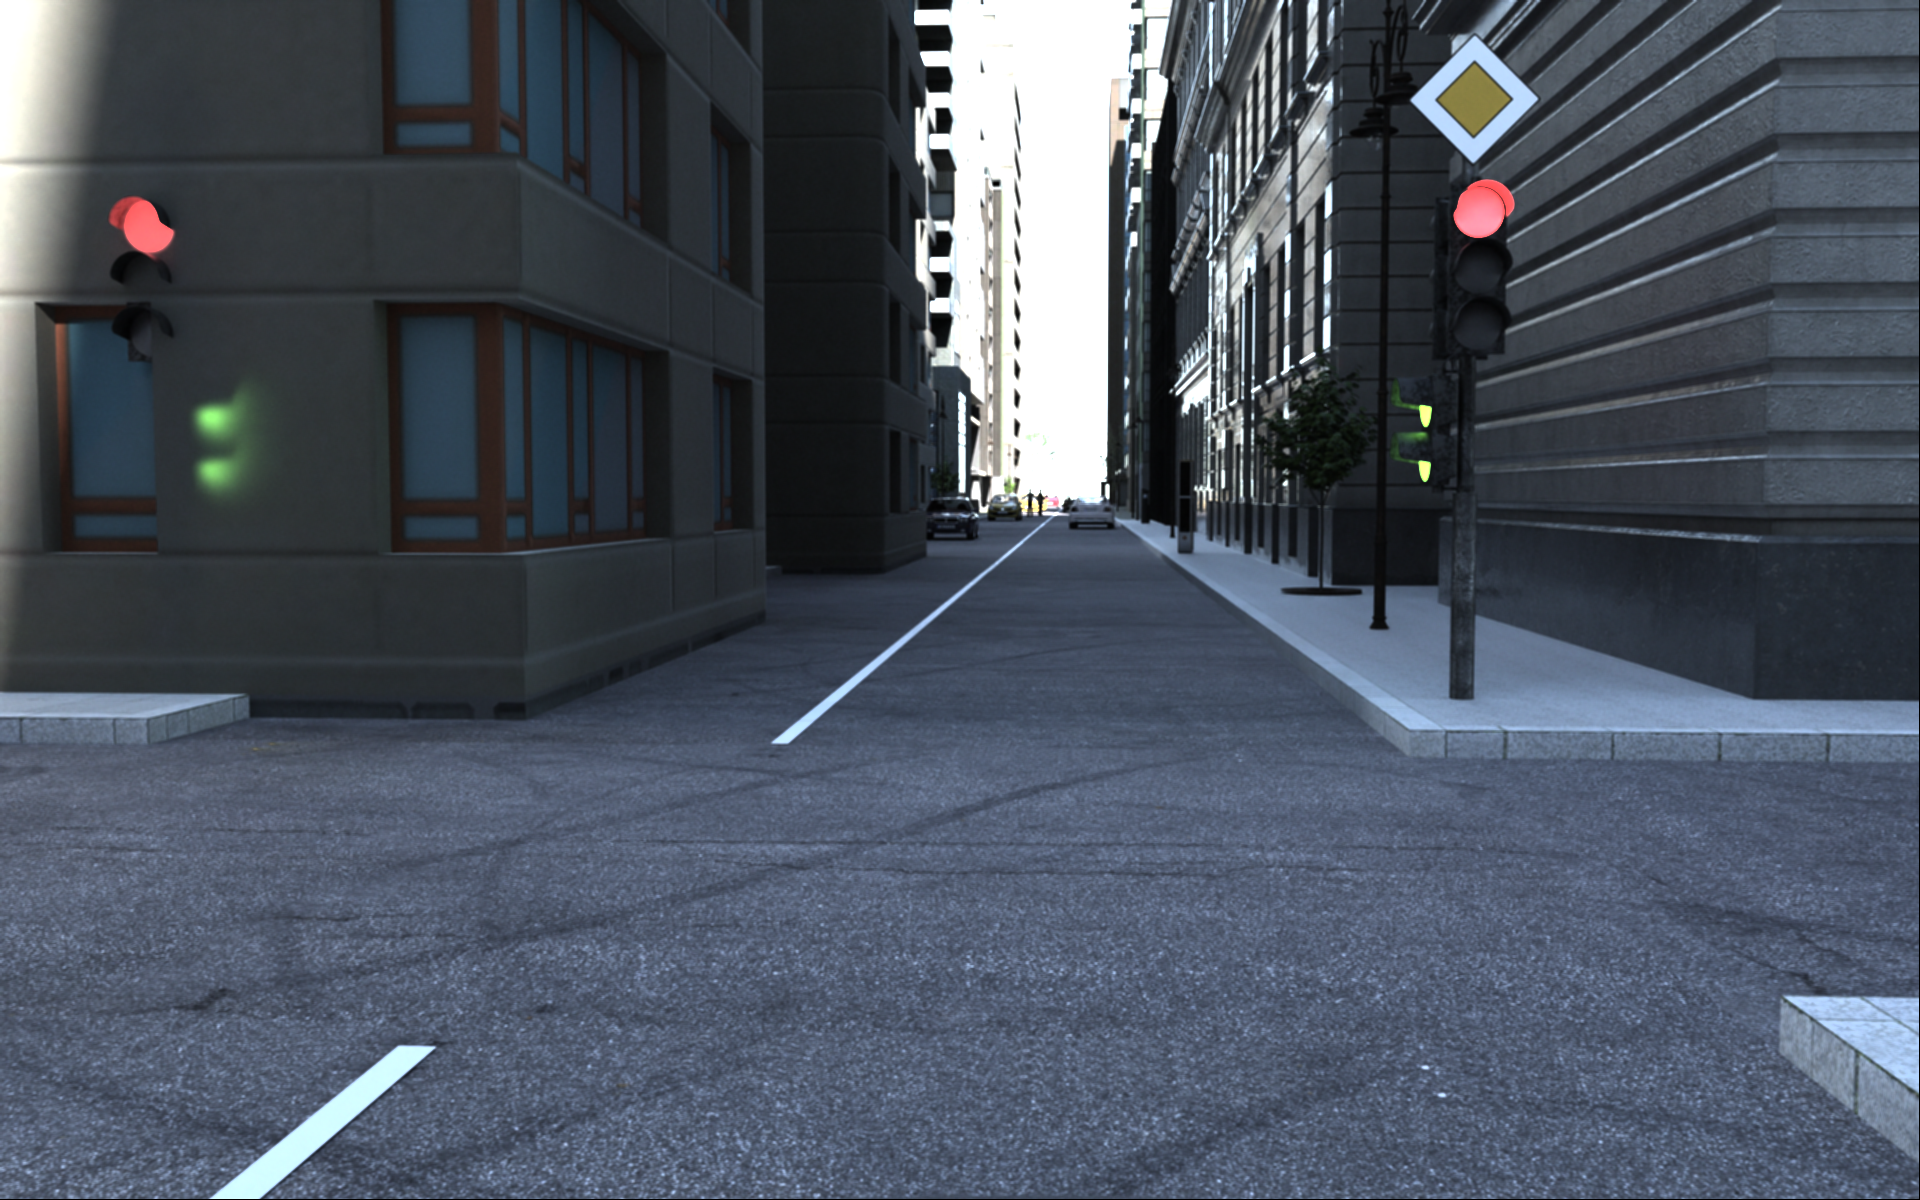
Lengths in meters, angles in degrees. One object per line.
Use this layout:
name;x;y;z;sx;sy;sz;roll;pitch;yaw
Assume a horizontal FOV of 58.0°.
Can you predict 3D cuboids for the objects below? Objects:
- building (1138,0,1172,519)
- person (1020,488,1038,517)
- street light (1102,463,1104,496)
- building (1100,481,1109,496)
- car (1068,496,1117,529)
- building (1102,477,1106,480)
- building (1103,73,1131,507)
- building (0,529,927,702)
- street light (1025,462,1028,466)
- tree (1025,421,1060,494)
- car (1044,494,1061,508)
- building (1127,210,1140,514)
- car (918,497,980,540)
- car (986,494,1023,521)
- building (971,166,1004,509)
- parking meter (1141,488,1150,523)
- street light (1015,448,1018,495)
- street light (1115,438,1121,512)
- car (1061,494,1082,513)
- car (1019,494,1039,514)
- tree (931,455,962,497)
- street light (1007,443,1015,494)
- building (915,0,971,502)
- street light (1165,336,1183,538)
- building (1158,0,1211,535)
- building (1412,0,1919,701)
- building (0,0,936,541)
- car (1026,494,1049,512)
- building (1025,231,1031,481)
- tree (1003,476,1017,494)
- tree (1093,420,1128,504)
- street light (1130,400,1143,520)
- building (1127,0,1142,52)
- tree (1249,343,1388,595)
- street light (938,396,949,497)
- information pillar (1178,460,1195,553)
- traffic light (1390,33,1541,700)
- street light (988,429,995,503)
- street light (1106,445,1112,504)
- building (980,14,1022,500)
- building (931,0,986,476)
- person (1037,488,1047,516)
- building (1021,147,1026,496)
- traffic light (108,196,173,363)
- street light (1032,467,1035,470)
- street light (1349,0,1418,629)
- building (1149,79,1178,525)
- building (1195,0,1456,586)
building;16.749;-25.070;93.490;14.154;41.232;14.086;0;4;4
person;4.383;-6.137;108.856;1.348;1.823;0.705;2;4;34
street light;14.938;-12.436;176.111;0.468;5.910;1.993;0;4;4
building;35.006;-33.008;231.563;32.217;40.220;23.993;0;4;4
car;5.559;-3.694;72.764;2.083;1.381;4.827;0;4;6
building;28.868;-35.772;204.478;23.786;49.044;30.456;0;4;4
building;22.548;-32.574;182.687;14.600;45.320;14.200;0;4;4
building;-15.554;-11.047;25.654;27.650;21.520;28.899;0;4;4
street light;7.852;-14.268;206.073;0.468;5.910;1.993;0;4;4
tree;10.447;-19.586;245.986;9.928;11.665;9.643;0;3;0
car;9.357;-10.320;177.766;2.155;1.783;4.494;0;4;6
building;25.427;-16.533;115.354;27.650;21.520;28.899;0;4;4
car;-0.327;-2.615;55.336;1.945;1.354;3.894;0;4;3
car;2.445;-5.114;93.844;2.015;1.641;3.980;0;4;5
building;-3.469;-23.303;152.711;14.160;30.474;14.107;0;4;4
parking meter;8.122;-4.123;75.826;0.372;1.533;0.369;0;3;0
street light;5.518;-12.170;171.769;0.468;5.910;1.993;0;4;4
street light;11.572;-9.432;127.008;0.468;5.910;1.993;0;4;4
car;8.806;-7.588;133.851;2.009;1.686;4.222;0;4;4
car;5.174;-7.253;128.804;2.015;1.641;3.980;0;4;3
tree;-0.693;-5.576;85.773;1.663;3.219;1.824;0;3;0
street light;4.493;-11.305;157.626;0.468;5.910;1.993;0;4;4
building;-10.165;-48.213;100.950;22.319;86.520;31.000;0;4;4
street light;6.259;-4.774;50.841;0.468;5.910;1.993;0;4;4
building;12.982;-13.617;58.802;11.583;22.565;21.152;0;4;4
building;14.499;-11.336;14.223;19.941;23.489;11.050;0;4;4
building;-15.879;-13.462;65.150;27.650;21.520;28.899;0;4;4
car;6.107;-7.877;139.013;2.015;1.641;3.980;0;4;2
building;-2.951;-36.817;221.573;23.786;49.044;30.456;0;4;4
tree;4.611;-10.230;161.859;1.663;3.219;1.824;0;3;0
tree;15.308;-13.505;171.165;4.360;8.622;3.978;0;3;0
street light;8.737;-6.870;85.113;0.468;5.910;1.993;0;4;4
building;25.276;-32.129;144.919;23.786;49.044;30.456;0;4;4
tree;4.544;-1.697;22.355;1.663;3.219;1.824;0;3;0
street light;-0.791;-6.581;80.379;0.468;5.910;1.993;0;4;4
information pillar;4.901;-2.022;37.546;0.304;2.012;0.304;1;4;17
traffic light;3.129;-1.335;10.755;0.839;4.253;0.868;0;4;4
street light;2.183;-9.194;123.106;0.468;5.910;1.993;0;4;4
street light;14.031;-11.539;161.444;0.468;5.910;1.993;0;4;4
building;-4.605;-34.055;180.505;21.300;48.544;21.600;0;4;4
building;-12.093;-33.175;131.649;28.713;52.752;27.495;0;4;4
person;5.317;-6.427;113.674;0.705;1.812;1.348;-2;4;-25
building;0.283;-31.496;198.546;14.154;41.232;14.086;0;4;4
traffic light;-5.114;-1.369;11.307;0.839;4.253;0.868;0;4;4
street light;10.258;-16.371;240.445;0.468;5.910;1.993;0;4;4
street light;3.991;-2.662;16.310;0.468;5.910;1.993;0;4;4
building;15.032;-15.154;77.452;12.332;23.373;15.834;0;4;4
building;11.674;-14.550;35.159;12.463;27.353;25.104;0;4;4
